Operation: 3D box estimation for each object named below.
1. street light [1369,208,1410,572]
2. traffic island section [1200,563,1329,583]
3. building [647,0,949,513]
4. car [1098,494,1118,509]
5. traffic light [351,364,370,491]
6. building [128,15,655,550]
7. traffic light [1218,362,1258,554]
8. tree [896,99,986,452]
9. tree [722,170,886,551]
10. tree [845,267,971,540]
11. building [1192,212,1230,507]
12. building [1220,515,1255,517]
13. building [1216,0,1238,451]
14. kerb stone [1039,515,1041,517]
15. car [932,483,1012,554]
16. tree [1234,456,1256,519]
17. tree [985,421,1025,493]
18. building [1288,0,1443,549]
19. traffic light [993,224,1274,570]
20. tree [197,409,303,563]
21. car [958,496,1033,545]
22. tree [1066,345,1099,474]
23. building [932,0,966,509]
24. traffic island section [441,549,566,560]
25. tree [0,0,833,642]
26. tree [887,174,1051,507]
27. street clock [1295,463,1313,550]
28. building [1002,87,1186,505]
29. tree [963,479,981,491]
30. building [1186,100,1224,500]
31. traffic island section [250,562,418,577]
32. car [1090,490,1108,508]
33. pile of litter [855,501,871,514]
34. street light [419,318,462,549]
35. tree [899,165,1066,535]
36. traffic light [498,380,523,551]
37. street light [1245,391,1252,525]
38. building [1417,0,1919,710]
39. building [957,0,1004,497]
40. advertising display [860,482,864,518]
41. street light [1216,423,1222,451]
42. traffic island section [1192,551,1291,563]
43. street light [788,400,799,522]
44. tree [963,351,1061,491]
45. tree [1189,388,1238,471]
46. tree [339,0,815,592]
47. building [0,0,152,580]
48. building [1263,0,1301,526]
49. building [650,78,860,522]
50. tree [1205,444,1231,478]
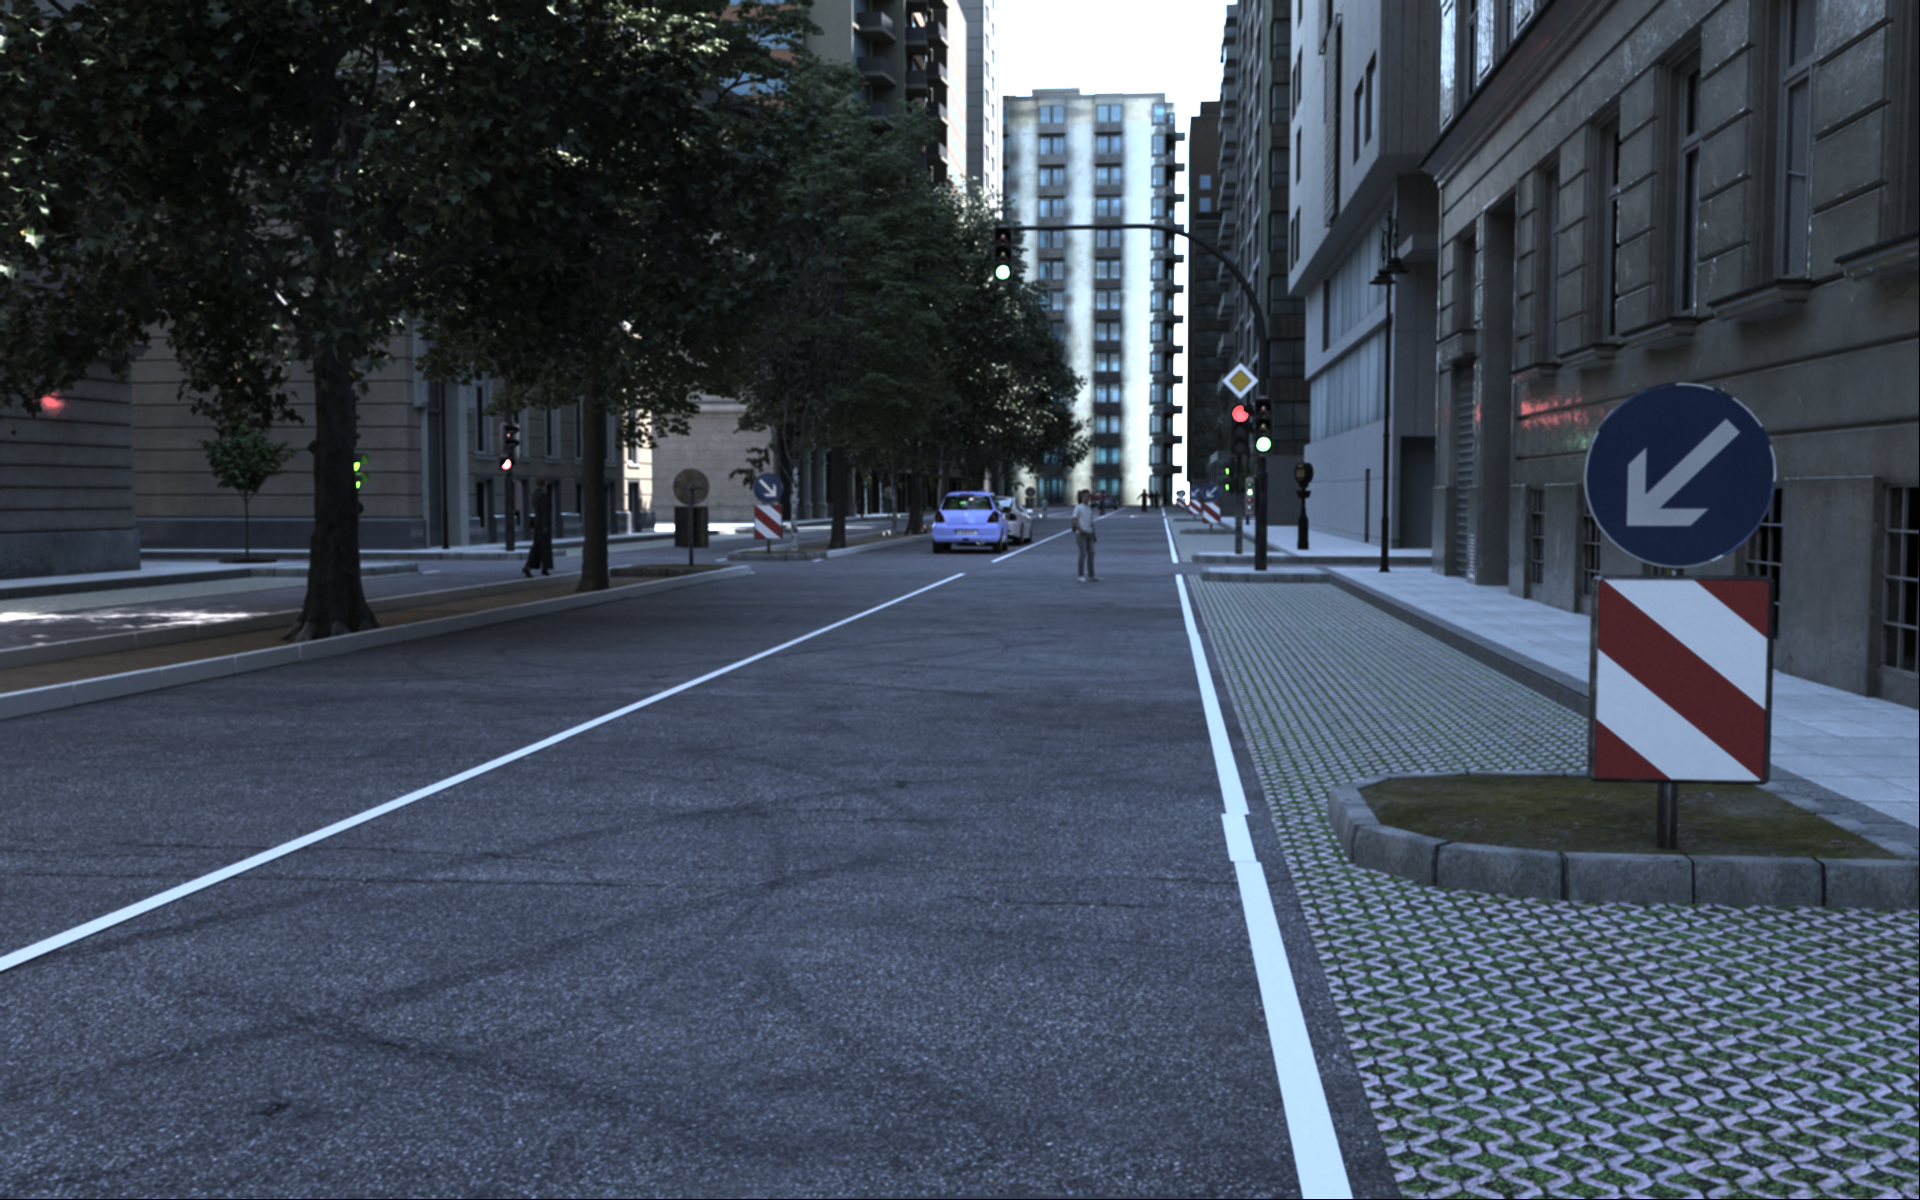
[{"bbox_3d":[6.998,-3.400,28.376,0.468,5.910,1.993,0,4,7],"label":"street light"},{"bbox_3d":[5.081,-0.423,29.191,2.009,0.180,2.903,0,4,7],"label":"traffic island section"},{"bbox_3d":[-12.654,-28.999,128.750,22.147,44.769,28.867,0,4,7],"label":"building"},{"bbox_3d":[13.915,-9.233,162.969,2.014,1.417,4.499,0,4,7],"label":"car"},{"bbox_3d":[-11.015,-2.568,30.905,0.839,4.253,0.868,0,4,7],"label":"traffic light"},{"bbox_3d":[-17.676,-16.107,49.257,13.634,28.700,20.117,0,4,7],"label":"building"},{"bbox_3d":[5.955,-2.942,37.015,0.839,4.253,0.868,0,4,7],"label":"traffic light"},{"bbox_3d":[-3.245,-7.629,45.320,7.486,12.596,7.792,0,3,0],"label":"tree"},{"bbox_3d":[-3.765,-5.298,39.448,4.360,8.622,3.978,0,3,0],"label":"tree"},{"bbox_3d":[-1.986,-6.080,52.231,4.737,8.622,4.395,0,3,0],"label":"tree"},{"bbox_3d":[31.106,-24.905,178.890,14.160,30.474,14.107,0,4,7],"label":"building"},{"bbox_3d":[25.139,-40.398,98.759,20.563,71.187,20.611,0,4,7],"label":"building"},{"bbox_3d":[34.595,-32.769,155.375,23.786,49.044,30.456,0,4,7],"label":"building"},{"bbox_3d":[4.625,-5.023,104.405,0.120,0.150,1.000,0,4,7],"label":"kerb stone"},{"bbox_3d":[0.290,-2.046,43.042,1.945,1.707,3.694,0,4,5],"label":"car"},{"bbox_3d":[14.526,-5.772,88.981,1.663,3.219,1.824,0,3,0],"label":"tree"},{"bbox_3d":[1.602,-8.129,85.727,4.737,8.622,4.395,0,3,0],"label":"tree"},{"bbox_3d":[23.515,-28.088,48.475,27.495,52.752,28.713,0,4,7],"label":"building"},{"bbox_3d":[2.954,-3.334,29.179,4.771,5.953,1.251,0,4,7],"label":"traffic light"},{"bbox_3d":[-13.525,-2.320,32.529,1.663,3.219,1.824,0,3,0],"label":"tree"},{"bbox_3d":[1.013,-2.287,49.750,2.083,1.381,4.827,0,4,7],"label":"car"},{"bbox_3d":[2.586,-10.618,93.068,9.611,12.733,9.660,0,3,0],"label":"tree"},{"bbox_3d":[-7.108,-30.569,149.915,14.600,45.320,14.200,0,4,7],"label":"building"},{"bbox_3d":[-10.141,-1.021,38.978,2.009,0.180,2.903,0,4,7],"label":"traffic island section"},{"bbox_3d":[-6.132,-5.954,16.821,9.611,12.733,9.660,0,3,0],"label":"tree"},{"bbox_3d":[-0.699,-9.837,69.952,9.857,13.997,8.962,0,3,0],"label":"tree"},{"bbox_3d":[7.949,-2.171,40.074,0.358,2.002,0.471,-1,4,-19],"label":"street clock"},{"bbox_3d":[11.433,-35.924,206.961,30.456,49.044,23.786,0,4,7],"label":"building"},{"bbox_3d":[1.322,-10.219,161.676,1.663,3.219,1.824,0,3,0],"label":"tree"},{"bbox_3d":[33.458,-33.632,199.993,14.200,45.320,14.600,0,4,7],"label":"building"},{"bbox_3d":[-11.054,-0.536,31.045,2.009,0.180,2.903,0,4,7],"label":"traffic island section"},{"bbox_3d":[14.594,-10.471,179.878,2.281,1.827,5.304,0,4,5],"label":"car"},{"bbox_3d":[-6.405,-5.841,109.472,1.719,0.858,1.176,1,4,17],"label":"pile of litter"},{"bbox_3d":[-12.018,-4.130,40.307,0.468,5.910,1.993,0,4,7],"label":"street light"},{"bbox_3d":[-1.521,-8.608,60.205,9.611,12.733,9.660,0,3,0],"label":"tree"},{"bbox_3d":[-8.015,-3.912,38.635,4.771,5.953,1.251,0,4,7],"label":"traffic light"},{"bbox_3d":[12.090,-6.106,72.624,0.468,5.910,1.993,0,4,7],"label":"street light"},{"bbox_3d":[13.320,-10.976,12.747,16.112,22.955,30.059,0,4,7],"label":"building"},{"bbox_3d":[-6.606,-45.344,179.628,20.611,71.187,20.563,0,4,7],"label":"building"},{"bbox_3d":[-5.321,-5.427,93.941,0.123,1.923,0.974,0,4,-7],"label":"advertising display"},{"bbox_3d":[16.520,-8.425,110.532,0.468,5.910,1.993,0,4,7],"label":"street light"},{"bbox_3d":[5.993,-0.908,37.124,2.009,0.180,2.903,0,4,7],"label":"traffic island section"},{"bbox_3d":[-7.627,-6.464,78.467,0.468,5.910,1.993,0,4,7],"label":"street light"},{"bbox_3d":[0.506,-8.723,79.495,8.767,10.594,7.601,0,4,7],"label":"tree"},{"bbox_3d":[17.980,-10.307,118.877,4.360,8.622,3.978,0,3,0],"label":"tree"},{"bbox_3d":[-5.409,-6.413,25.432,7.486,12.596,7.792,0,3,0],"label":"tree"},{"bbox_3d":[-31.285,-12.619,25.398,34.723,24.649,14.460,0,4,7],"label":"building"},{"bbox_3d":[20.153,-18.556,75.096,14.160,30.474,14.107,0,4,7],"label":"building"},{"bbox_3d":[-12.562,-13.972,79.356,10.553,20.767,40.483,0,4,7],"label":"building"},{"bbox_3d":[17.788,-7.975,114.101,4.285,4.588,4.351,0,3,0],"label":"tree"}]
